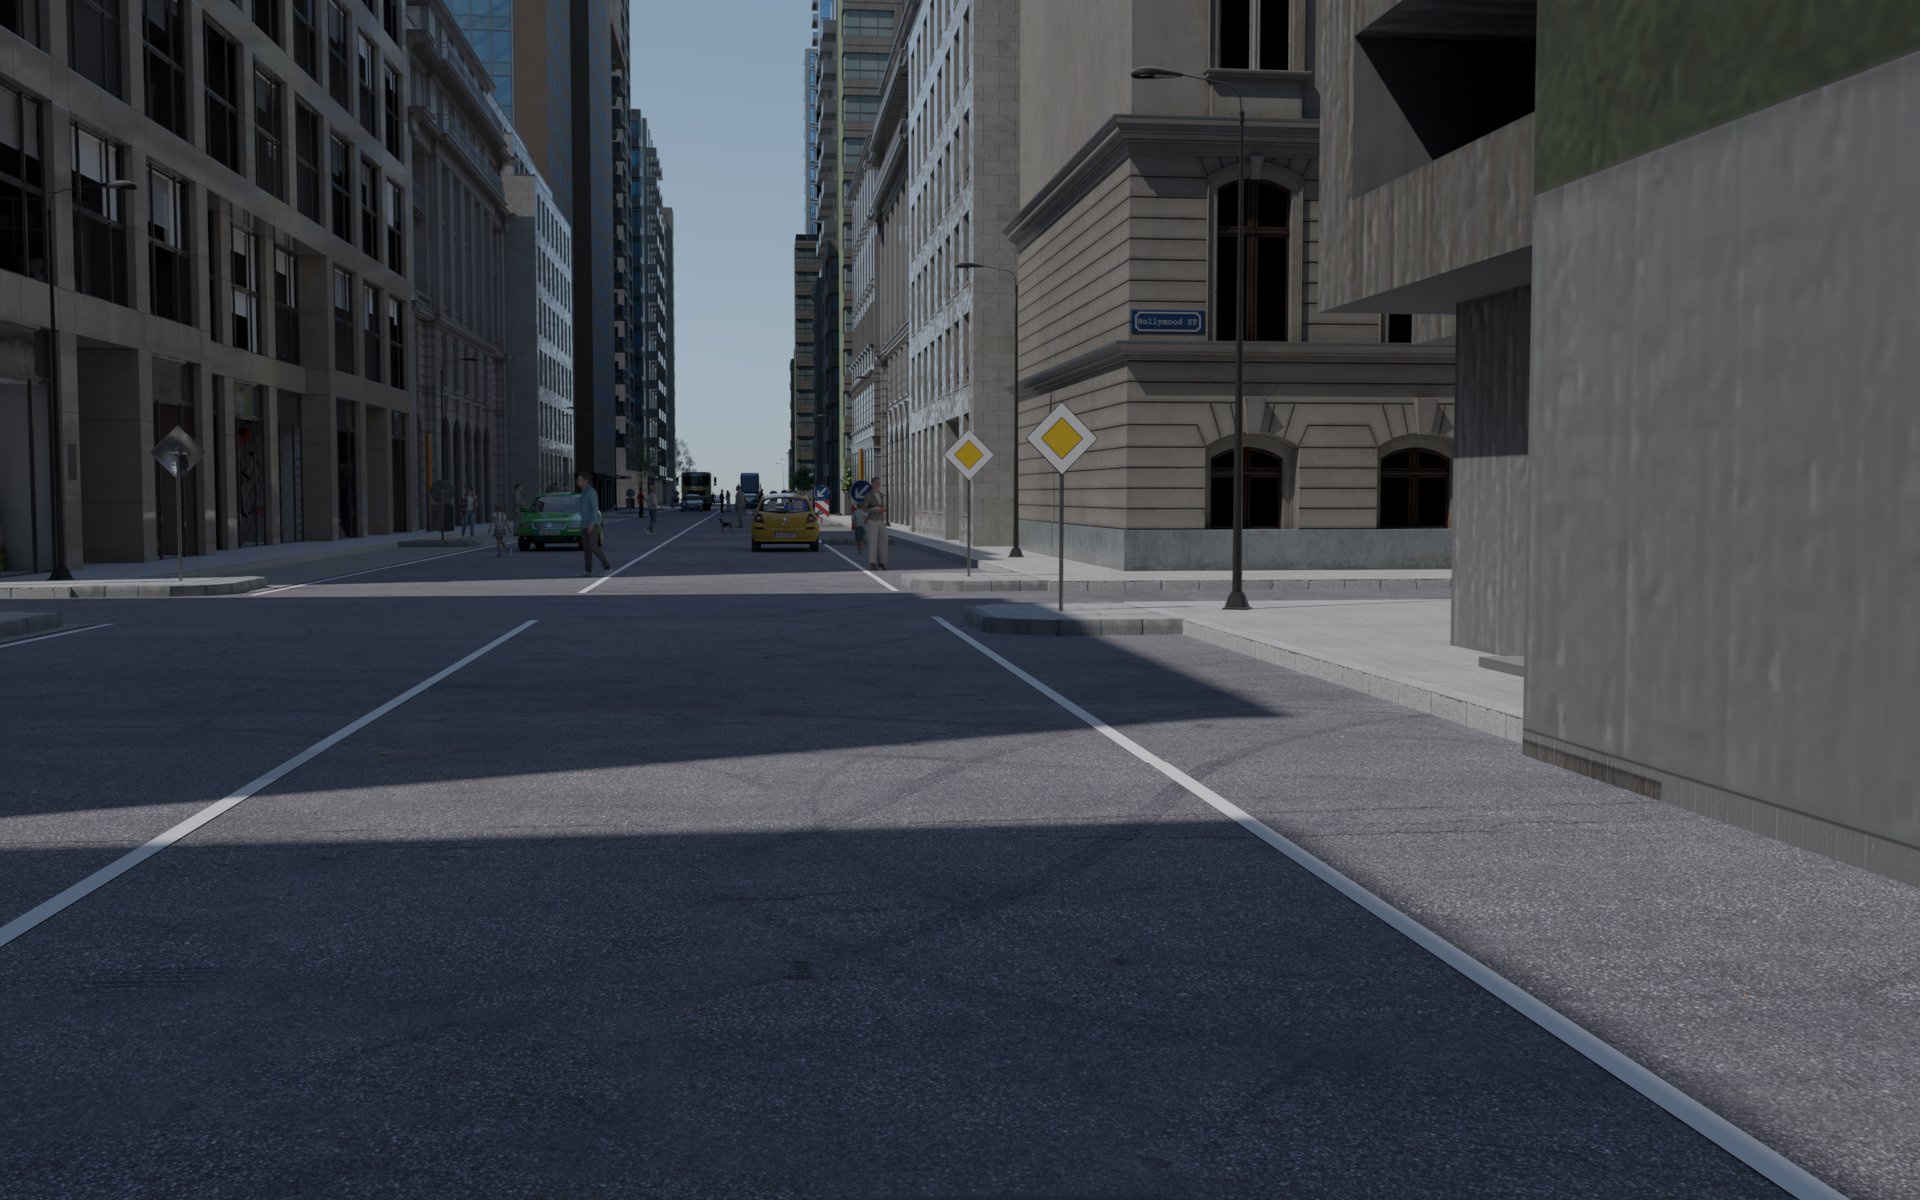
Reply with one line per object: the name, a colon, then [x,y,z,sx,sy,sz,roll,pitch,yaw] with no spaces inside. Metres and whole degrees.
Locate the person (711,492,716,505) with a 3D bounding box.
person: [-31.298,-12.863,219.368,0.990,1.755,0.434,2,4,28]

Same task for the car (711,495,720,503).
car: [-33.363,-13.751,237.192,2.083,1.381,4.827,0,4,-5]

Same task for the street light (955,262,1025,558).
street light: [0.598,-3.812,34.871,1.470,5.913,1.316,0,4,-7]

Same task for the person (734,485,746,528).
person: [-9.438,-4.011,74.180,0.391,1.810,0.635,1,4,17]

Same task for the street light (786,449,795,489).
street light: [-16.859,-12.540,177.571,1.470,5.913,1.316,0,4,-7]

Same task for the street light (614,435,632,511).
street light: [-26.307,-9.946,135.154,1.470,5.913,1.316,0,4,-7]

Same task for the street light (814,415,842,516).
street light: [-7.626,-7.892,101.571,1.470,5.913,1.316,0,4,-7]

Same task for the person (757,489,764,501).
person: [-14.308,-7.108,124.677,0.705,1.831,1.348,-2,4,-27]

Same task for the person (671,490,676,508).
person: [-28.919,-10.195,175.053,0.599,1.838,0.709,0,4,5]

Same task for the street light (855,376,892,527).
street light: [-3.409,-5.845,68.110,1.470,5.913,1.316,0,4,-7]

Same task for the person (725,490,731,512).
person: [-18.578,-7.917,138.614,0.621,1.740,0.551,-3,4,-36]

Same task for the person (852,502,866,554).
person: [-2.425,-1.731,41.485,0.332,1.250,0.352,1,4,11]

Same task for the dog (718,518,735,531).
dog: [-8.985,-2.893,66.590,0.540,0.507,0.406,-2,4,-28]

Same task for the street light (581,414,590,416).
street light: [-22.241,-7.862,101.084,1.470,5.913,1.316,0,4,-7]

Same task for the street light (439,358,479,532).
street light: [-17.064,-5.287,58.988,1.470,5.913,1.316,0,4,-7]

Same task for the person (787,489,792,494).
person: [-10.473,-6.035,107.687,0.721,1.766,1.217,-1,4,-14]

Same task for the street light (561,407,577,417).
street light: [-21.167,-7.320,92.215,1.470,5.913,1.316,0,4,-7]

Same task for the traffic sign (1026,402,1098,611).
traffic sign: [1.105,-0.935,18.922,0.795,2.450,0.064,0,4,-7]

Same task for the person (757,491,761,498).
person: [-19.997,-9.957,172.031,0.721,1.736,1.217,2,4,35]

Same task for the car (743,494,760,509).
car: [-17.763,-8.221,146.206,2.131,1.459,4.920,0,4,-8]

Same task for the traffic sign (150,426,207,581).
traffic sign: [-11.475,-1.334,25.453,0.795,2.450,0.064,0,4,-7]

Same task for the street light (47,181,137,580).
street light: [-12.900,-3.256,25.769,1.470,5.913,1.316,0,4,-7]

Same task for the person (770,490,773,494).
person: [-19.163,-10.345,177.506,0.599,1.838,0.709,2,4,27]

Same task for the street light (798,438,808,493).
street light: [-12.740,-10.487,144.009,1.470,5.913,1.316,0,4,-7]

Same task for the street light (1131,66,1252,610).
street light: [2.547,-2.844,19.049,1.470,5.913,1.316,0,4,-7]

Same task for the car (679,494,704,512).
car: [-21.591,-7.791,139.379,2.014,1.417,4.499,-1,4,-9]

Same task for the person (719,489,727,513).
person: [-18.288,-7.628,133.350,0.705,1.807,1.348,1,4,13]

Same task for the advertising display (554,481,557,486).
advertising display: [-20.698,-5.105,88.678,0.123,1.923,0.974,-1,4,-15]

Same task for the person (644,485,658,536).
person: [-10.635,-3.089,59.685,0.731,1.740,0.598,3,4,39]

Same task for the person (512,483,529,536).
person: [-14.806,-3.038,58.369,0.583,1.804,0.606,-1,4,-18]

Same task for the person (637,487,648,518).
person: [-18.893,-5.771,102.794,0.705,1.831,1.348,1,4,15]

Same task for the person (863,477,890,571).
person: [-1.552,-1.429,32.420,0.519,1.759,0.362,-3,5,-43]

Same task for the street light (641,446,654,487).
street light: [-30.423,-11.978,168.379,1.470,5.913,1.316,0,4,-7]

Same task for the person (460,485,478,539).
person: [-15.438,-2.761,54.483,0.563,1.720,0.643,-2,4,-27]

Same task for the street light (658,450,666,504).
street light: [-32.279,-12.910,183.622,1.470,5.913,1.316,0,4,-7]

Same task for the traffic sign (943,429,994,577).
traffic sign: [0.135,-1.419,26.848,0.795,2.450,0.064,0,4,-7]

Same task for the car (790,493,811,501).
car: [-10.975,-6.544,116.590,1.945,1.707,3.694,0,4,-8]

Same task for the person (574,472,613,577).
person: [-6.357,-1.315,30.014,0.620,1.820,0.660,-2,4,-32]

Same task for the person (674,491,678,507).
person: [-30.974,-10.944,188.227,0.721,1.735,1.217,-3,4,-36]

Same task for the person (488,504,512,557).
person: [-10.430,-1.573,39.230,0.382,1.210,0.505,3,5,40]

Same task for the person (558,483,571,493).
person: [-14.490,-3.379,63.616,0.638,1.841,0.748,0,4,4]
